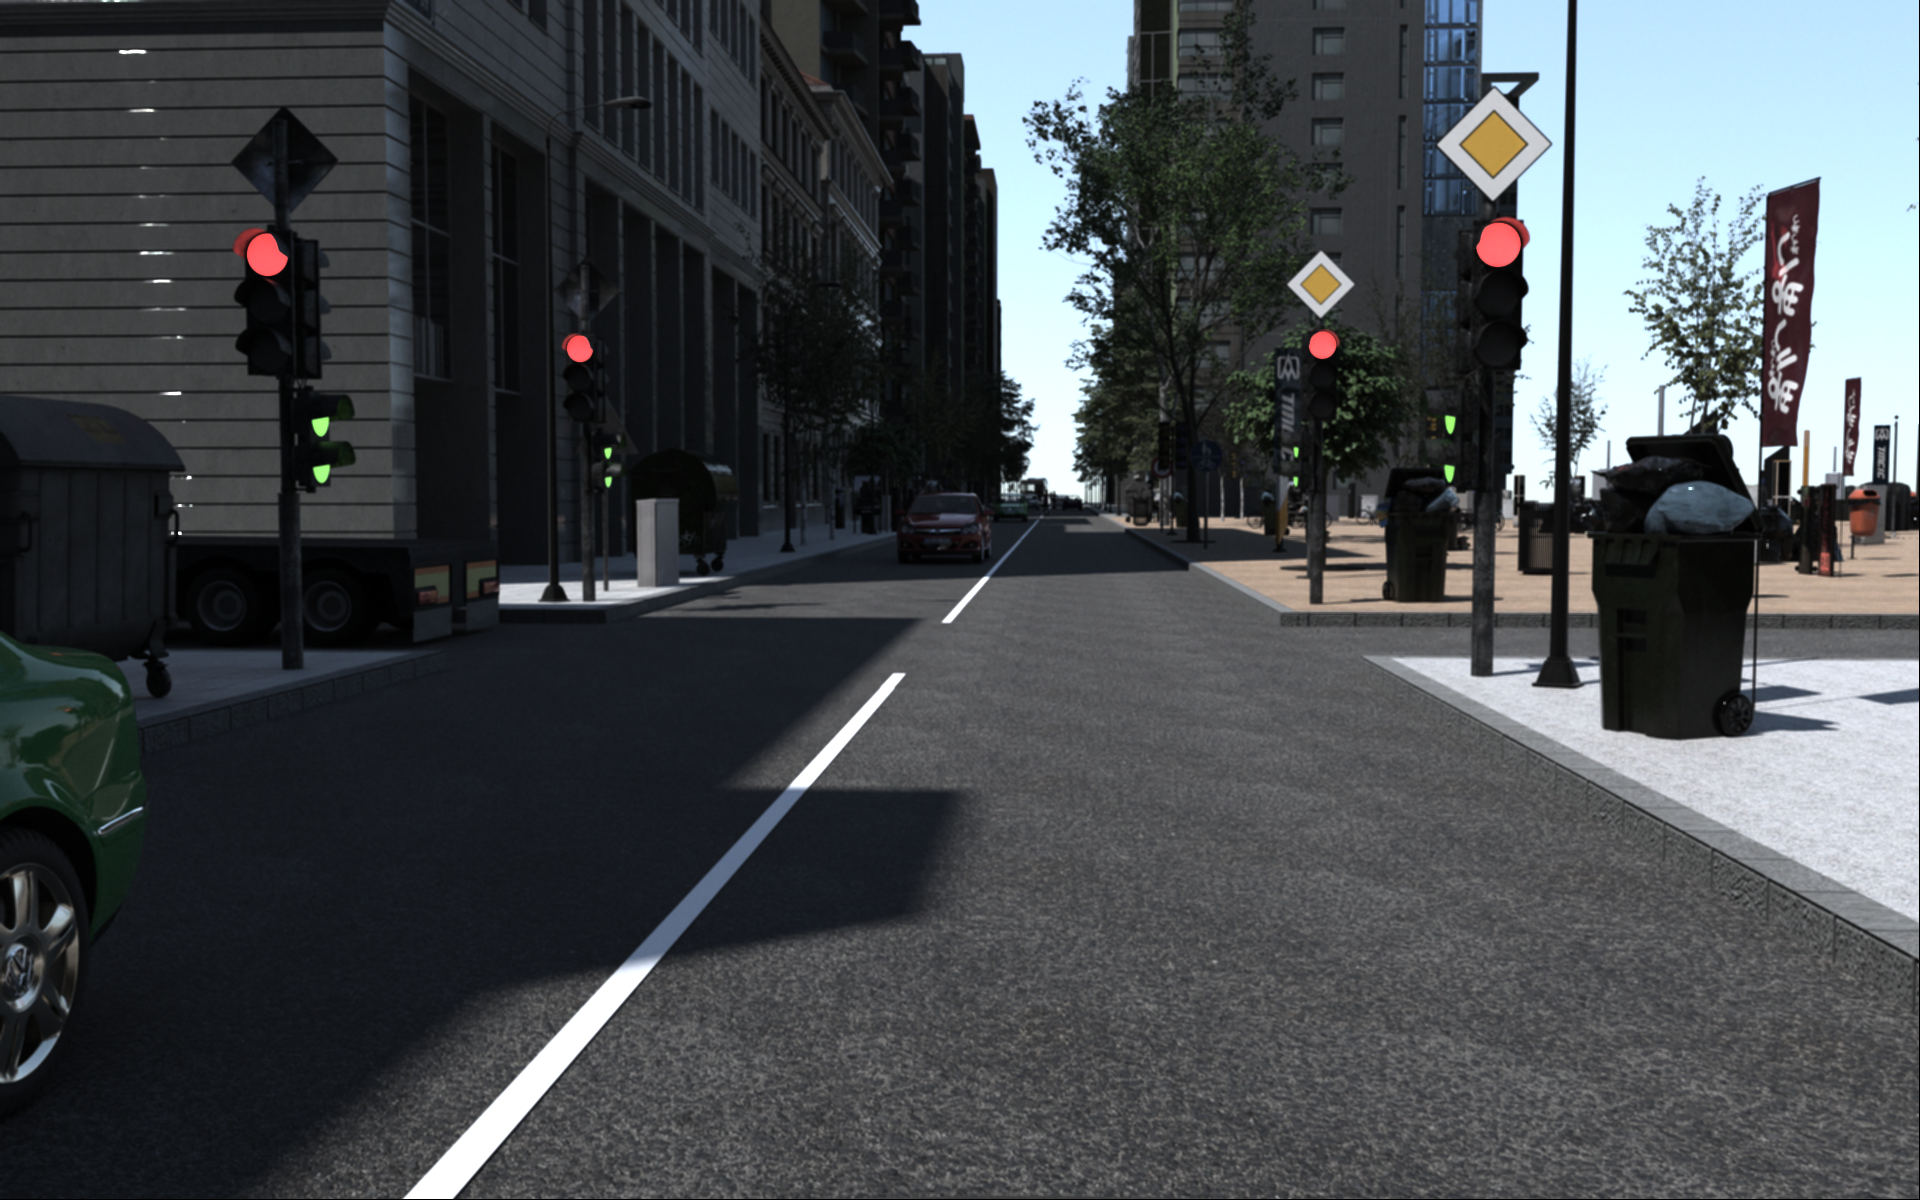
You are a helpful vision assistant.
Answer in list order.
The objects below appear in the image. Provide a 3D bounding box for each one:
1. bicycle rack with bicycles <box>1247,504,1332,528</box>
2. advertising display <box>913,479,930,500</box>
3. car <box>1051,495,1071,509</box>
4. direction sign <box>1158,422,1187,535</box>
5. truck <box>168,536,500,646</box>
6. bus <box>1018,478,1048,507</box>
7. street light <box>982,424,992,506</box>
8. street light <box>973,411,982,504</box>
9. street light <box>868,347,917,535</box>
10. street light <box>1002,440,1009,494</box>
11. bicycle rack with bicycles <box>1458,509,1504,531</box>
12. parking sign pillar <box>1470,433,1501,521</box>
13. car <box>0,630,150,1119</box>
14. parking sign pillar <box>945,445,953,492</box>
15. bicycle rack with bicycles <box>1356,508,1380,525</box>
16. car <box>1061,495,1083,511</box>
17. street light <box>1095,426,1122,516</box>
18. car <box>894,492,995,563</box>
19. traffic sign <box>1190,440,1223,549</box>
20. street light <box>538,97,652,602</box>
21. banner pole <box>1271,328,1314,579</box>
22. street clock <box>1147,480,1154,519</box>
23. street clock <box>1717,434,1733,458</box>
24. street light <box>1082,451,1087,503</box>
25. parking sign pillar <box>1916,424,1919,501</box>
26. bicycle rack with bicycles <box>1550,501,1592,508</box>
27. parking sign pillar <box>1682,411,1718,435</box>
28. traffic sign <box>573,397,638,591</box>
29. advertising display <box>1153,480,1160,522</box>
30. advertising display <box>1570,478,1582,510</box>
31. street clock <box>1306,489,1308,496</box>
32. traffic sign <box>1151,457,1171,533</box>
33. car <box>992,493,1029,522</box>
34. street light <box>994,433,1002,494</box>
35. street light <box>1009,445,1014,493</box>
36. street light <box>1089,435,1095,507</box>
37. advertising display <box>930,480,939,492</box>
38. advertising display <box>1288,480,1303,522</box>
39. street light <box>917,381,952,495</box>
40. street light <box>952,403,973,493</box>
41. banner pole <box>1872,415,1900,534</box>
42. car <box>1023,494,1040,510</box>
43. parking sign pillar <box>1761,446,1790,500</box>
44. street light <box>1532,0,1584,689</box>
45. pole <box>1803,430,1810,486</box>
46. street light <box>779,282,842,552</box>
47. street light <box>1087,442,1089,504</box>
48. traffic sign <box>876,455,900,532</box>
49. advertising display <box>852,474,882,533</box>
[{"bbox_3d":[12.519,-3.158,65.020,2.925,0.926,2.852,2,4,26],"label":"bicycle rack with bicycles"},{"bbox_3d":[-1.751,-4.342,76.210,0.123,1.923,0.974,-3,4,-37],"label":"advertising display"},{"bbox_3d":[9.860,-9.518,167.985,2.083,1.381,4.827,0,4,3],"label":"car"},{"bbox_3d":[6.656,-3.809,54.281,0.876,3.537,0.379,1,4,11],"label":"direction sign"},{"bbox_3d":[-14.320,-1.713,17.775,18.799,4.110,2.967,0,4,4],"label":"truck"},{"bbox_3d":[8.259,-12.045,191.800,2.948,3.499,13.247,0,4,5],"label":"bus"},{"bbox_3d":[1.162,-8.670,114.290,1.470,5.913,1.316,0,4,3],"label":"street light"},{"bbox_3d":[0.319,-7.644,97.527,1.470,5.913,1.316,0,4,3],"label":"street light"},{"bbox_3d":[-2.235,-5.034,54.850,1.470,5.913,1.316,0,4,3],"label":"street light"},{"bbox_3d":[3.193,-10.719,147.796,1.470,5.913,1.316,0,4,3],"label":"street light"},{"bbox_3d":[17.863,-2.897,60.747,2.925,0.926,2.852,-1,4,-22],"label":"bicycle rack with bicycles"},{"bbox_3d":[23.197,-5.384,76.504,1.447,3.967,1.447,-1,4,-20],"label":"parking sign pillar"},{"bbox_3d":[-3.081,0.377,2.638,1.959,1.807,4.718,0,4,2],"label":"car"},{"bbox_3d":[-0.617,-6.464,94.154,1.447,3.967,1.447,0,4,2],"label":"parking sign pillar"},{"bbox_3d":[17.843,-3.557,71.543,2.925,0.926,2.852,1,4,20],"label":"bicycle rack with bicycles"},{"bbox_3d":[9.818,-8.494,151.458,1.945,1.354,3.894,0,4,3],"label":"car"},{"bbox_3d":[8.924,-7.974,102.915,1.470,5.913,1.316,0,4,3],"label":"street light"},{"bbox_3d":[-0.303,-1.726,37.261,2.155,1.783,4.494,0,4,4],"label":"car"},{"bbox_3d":[5.771,-2.477,40.601,0.768,2.556,0.104,1,4,12],"label":"traffic sign"},{"bbox_3d":[-4.304,-2.931,20.460,1.470,5.913,1.316,0,4,3],"label":"street light"},{"bbox_3d":[5.100,-2.213,26.203,0.863,3.779,0.401,-1,4,-16],"label":"banner pole"},{"bbox_3d":[9.734,-5.127,88.394,0.471,2.002,0.358,2,4,25],"label":"street clock"},{"bbox_3d":[9.084,-1.002,20.947,0.358,2.002,0.471,-1,4,-13],"label":"street clock"},{"bbox_3d":[11.823,-11.085,153.779,1.470,5.913,1.316,0,4,3],"label":"street light"},{"bbox_3d":[37.275,-4.783,66.679,1.447,3.967,1.447,-3,5,-44],"label":"parking sign pillar"},{"bbox_3d":[30.882,-4.522,87.316,2.852,0.926,2.925,2,4,30],"label":"bicycle rack with bicycles"},{"bbox_3d":[23.458,-4.087,55.295,1.447,3.967,1.447,-1,4,-13],"label":"parking sign pillar"},{"bbox_3d":[-4.681,-1.397,22.841,0.884,2.594,0.081,0,4,6],"label":"traffic sign"},{"bbox_3d":[9.207,-4.551,79.629,0.123,1.923,0.974,-2,4,-30],"label":"advertising display"},{"bbox_3d":[24.069,-3.860,68.325,0.974,1.923,0.123,-1,4,-18],"label":"advertising display"},{"bbox_3d":[16.646,-4.770,82.567,0.358,2.002,0.471,1,4,20],"label":"street clock"},{"bbox_3d":[6.726,-3.520,57.651,0.768,2.556,0.104,1,4,13],"label":"traffic sign"},{"bbox_3d":[2.635,-4.977,90.165,1.959,1.807,4.718,0,4,3],"label":"car"},{"bbox_3d":[2.220,-9.694,131.041,1.470,5.913,1.316,0,4,3],"label":"street light"},{"bbox_3d":[4.261,-11.749,164.638,1.470,5.913,1.316,0,4,3],"label":"street light"},{"bbox_3d":[9.879,-9.013,119.909,1.470,5.913,1.316,0,4,3],"label":"street light"},{"bbox_3d":[-1.416,-4.403,77.199,0.974,1.923,0.123,1,4,9],"label":"advertising display"},{"bbox_3d":[15.479,-4.616,80.685,0.974,1.923,0.123,1,4,22],"label":"advertising display"},{"bbox_3d":[-1.225,-6.059,71.603,1.470,5.913,1.316,0,4,3],"label":"street light"},{"bbox_3d":[-0.248,-7.090,88.469,1.470,5.913,1.316,0,4,3],"label":"street light"},{"bbox_3d":[29.510,-3.984,55.162,0.863,3.779,0.401,3,4,36],"label":"banner pole"},{"bbox_3d":[6.166,-8.722,154.604,2.014,1.417,4.499,0,4,2],"label":"car"},{"bbox_3d":[42.951,-6.288,91.273,1.447,3.967,1.447,0,4,-3],"label":"parking sign pillar"},{"bbox_3d":[3.462,-2.380,11.447,1.470,5.913,1.316,0,4,3],"label":"street light"},{"bbox_3d":[27.005,-3.759,55.309,0.158,3.312,0.155,0,3,0],"label":"pole"},{"bbox_3d":[-3.273,-4.010,38.098,1.470,5.913,1.316,0,4,3],"label":"street light"},{"bbox_3d":[10.991,-10.059,137.000,1.470,5.913,1.316,0,4,3],"label":"street light"},{"bbox_3d":[-2.450,-3.539,57.861,0.884,2.594,0.081,1,4,10],"label":"traffic sign"},{"bbox_3d":[-3.039,-3.152,56.742,0.974,1.923,0.123,0,4,8],"label":"advertising display"}]
